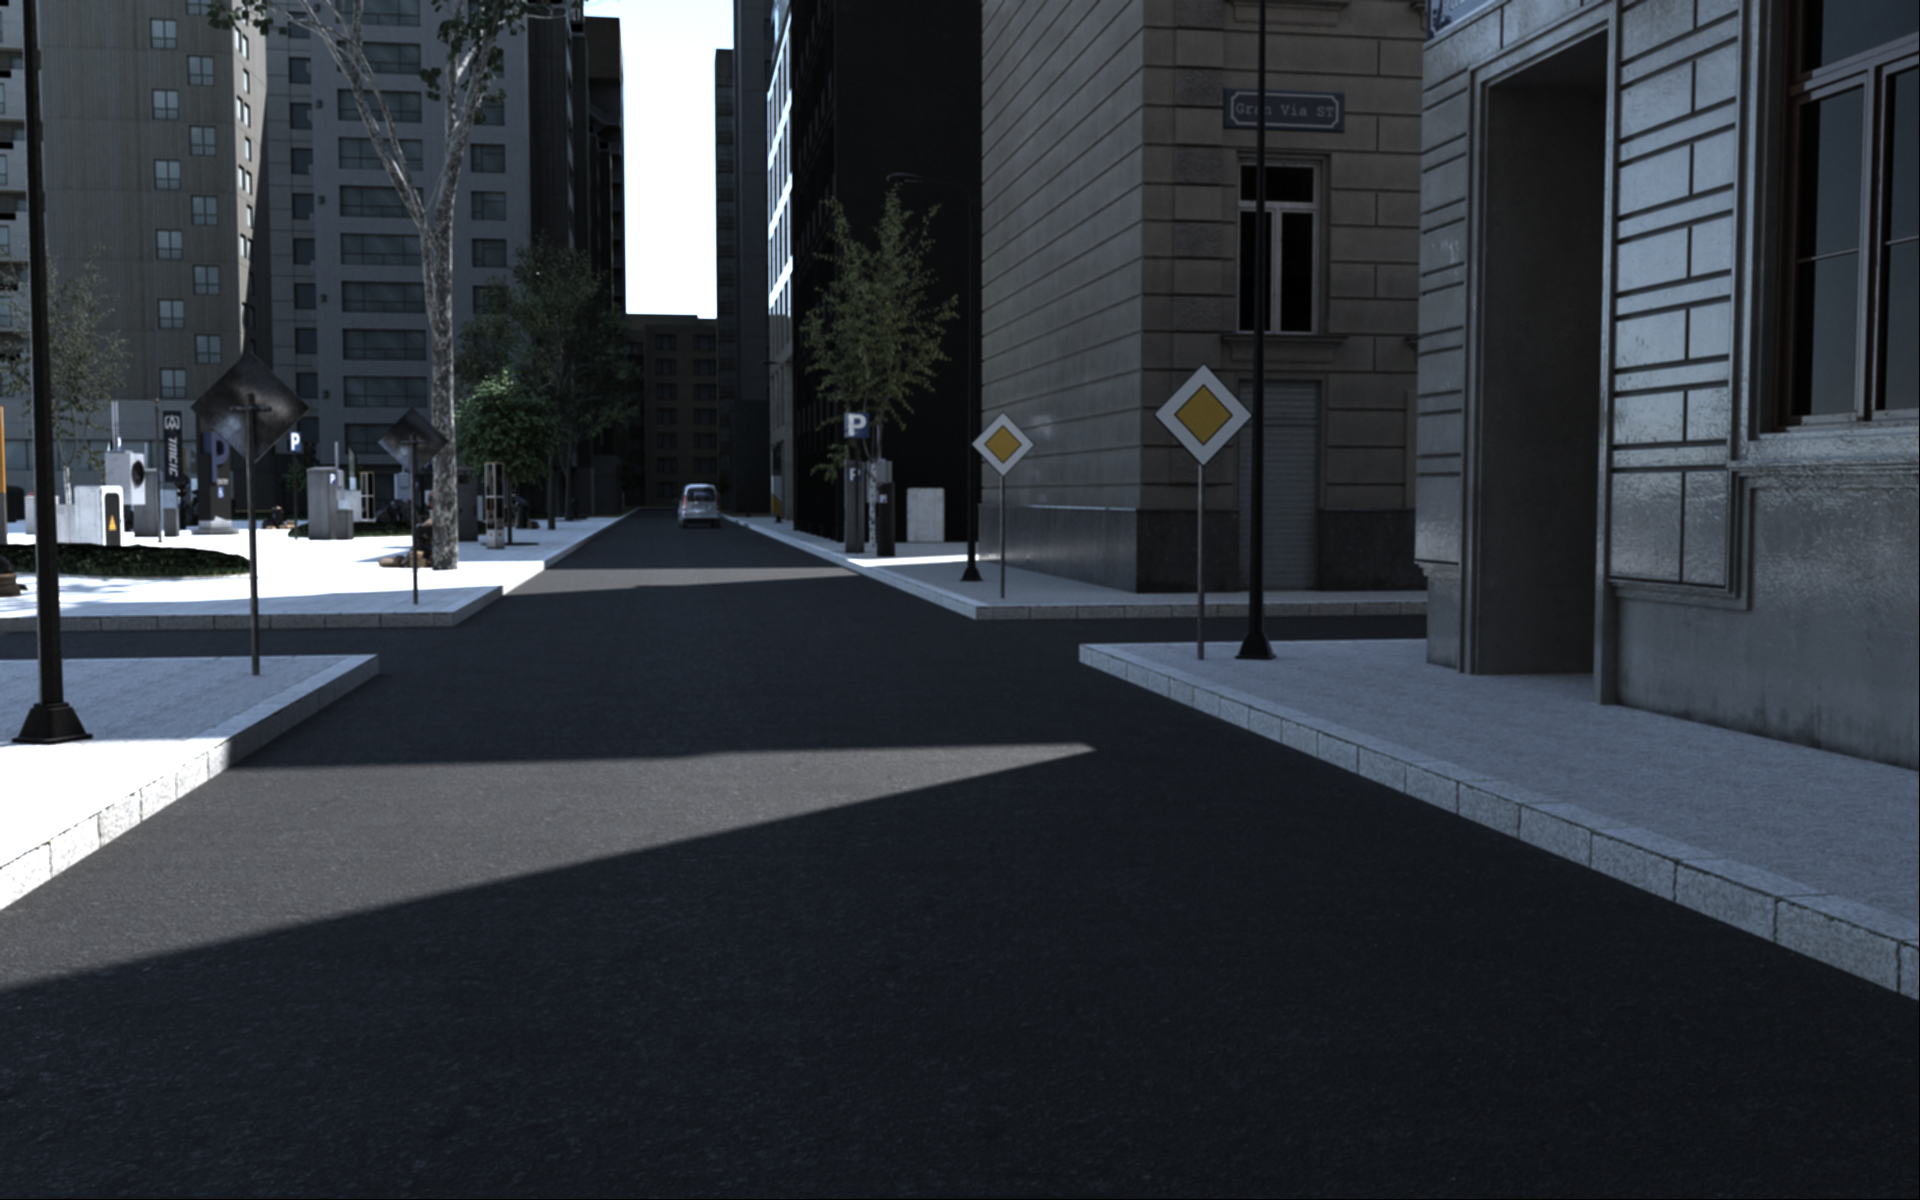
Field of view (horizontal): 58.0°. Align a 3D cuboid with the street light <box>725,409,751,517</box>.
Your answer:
[{"bbox_3d":[-12.208,-7.506,95.258,1.470,5.913,1.316,-1,4,-10],"label":"street light"}]

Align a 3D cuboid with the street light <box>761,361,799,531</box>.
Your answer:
[{"bbox_3d":[-6.249,-5.387,60.610,1.470,5.913,1.316,-1,4,-10],"label":"street light"}]

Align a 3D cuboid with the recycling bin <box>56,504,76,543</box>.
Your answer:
[{"bbox_3d":[-22.222,-1.858,42.933,0.722,1.027,0.722,3,5,43],"label":"recycling bin"}]

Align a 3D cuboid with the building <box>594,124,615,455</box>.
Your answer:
[{"bbox_3d":[-34.218,-22.177,134.300,14.160,30.474,14.107,-1,4,-10],"label":"building"}]

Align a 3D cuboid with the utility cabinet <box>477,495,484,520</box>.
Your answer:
[{"bbox_3d":[-22.344,-4.253,80.692,0.306,1.237,1.020,-1,4,-12],"label":"utility cabinet"}]

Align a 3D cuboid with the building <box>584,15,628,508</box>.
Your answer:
[{"bbox_3d":[-38.248,-31.196,160.159,14.200,45.320,14.600,-1,4,-10],"label":"building"}]

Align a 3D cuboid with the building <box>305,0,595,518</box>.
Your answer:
[{"bbox_3d":[-28.686,-20.066,99.788,14.160,30.474,14.107,-1,4,-10],"label":"building"}]

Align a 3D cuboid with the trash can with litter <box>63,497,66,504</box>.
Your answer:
[{"bbox_3d":[-44.752,-4.625,86.678,2.233,1.210,1.678,3,4,36],"label":"trash can with litter"}]

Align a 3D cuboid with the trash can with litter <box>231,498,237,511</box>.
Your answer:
[{"bbox_3d":[-36.637,-4.650,87.409,0.624,1.170,1.055,3,4,36],"label":"trash can with litter"}]

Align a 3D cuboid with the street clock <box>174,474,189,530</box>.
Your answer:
[{"bbox_3d":[-28.135,-3.550,62.609,0.471,2.002,0.358,0,4,-4],"label":"street clock"}]

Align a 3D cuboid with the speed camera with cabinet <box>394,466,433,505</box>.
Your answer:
[{"bbox_3d":[-23.400,-4.935,75.020,2.038,3.252,0.660,-2,4,-27],"label":"speed camera with cabinet"}]

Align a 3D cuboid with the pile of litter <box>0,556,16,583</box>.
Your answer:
[{"bbox_3d":[-13.587,-0.578,23.423,1.176,0.858,1.719,3,4,37],"label":"pile of litter"}]

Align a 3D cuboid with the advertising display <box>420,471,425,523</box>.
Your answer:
[{"bbox_3d":[-15.244,-2.686,49.133,0.123,1.923,0.974,-1,4,-17],"label":"advertising display"}]

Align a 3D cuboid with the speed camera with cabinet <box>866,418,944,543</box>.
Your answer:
[{"bbox_3d":[-1.435,-3.133,45.558,2.038,3.252,0.660,0,4,-1],"label":"speed camera with cabinet"}]

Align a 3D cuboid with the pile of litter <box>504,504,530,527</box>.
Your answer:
[{"bbox_3d":[-19.513,-3.665,73.881,1.719,0.858,1.176,1,4,19],"label":"pile of litter"}]

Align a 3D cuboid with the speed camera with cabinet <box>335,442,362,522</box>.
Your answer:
[{"bbox_3d":[-23.630,-4.403,66.332,0.660,3.252,2.038,1,4,11],"label":"speed camera with cabinet"}]

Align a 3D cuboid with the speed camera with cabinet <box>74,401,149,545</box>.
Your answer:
[{"bbox_3d":[-17.830,-2.570,36.351,0.660,3.252,2.038,0,4,-1],"label":"speed camera with cabinet"}]

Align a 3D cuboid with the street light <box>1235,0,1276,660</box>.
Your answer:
[{"bbox_3d":[1.780,-2.493,13.294,1.470,5.913,1.316,-1,4,-10],"label":"street light"}]

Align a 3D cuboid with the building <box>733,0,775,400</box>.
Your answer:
[{"bbox_3d":[-8.132,-36.775,143.269,21.231,58.520,28.212,-1,4,-10],"label":"building"}]

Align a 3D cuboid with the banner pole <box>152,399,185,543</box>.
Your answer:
[{"bbox_3d":[-20.928,-3.407,45.728,0.863,3.779,0.401,-3,5,-41],"label":"banner pole"}]

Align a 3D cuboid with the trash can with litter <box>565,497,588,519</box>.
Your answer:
[{"bbox_3d":[-19.376,-4.659,87.557,1.055,1.170,0.624,-3,5,-40],"label":"trash can with litter"}]

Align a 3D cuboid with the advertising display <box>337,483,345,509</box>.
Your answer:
[{"bbox_3d":[-32.391,-5.179,89.887,0.974,1.923,0.123,1,4,9],"label":"advertising display"}]

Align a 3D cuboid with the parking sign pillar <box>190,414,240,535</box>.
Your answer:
[{"bbox_3d":[-23.482,-4.039,54.511,1.447,3.967,1.447,0,4,5],"label":"parking sign pillar"}]

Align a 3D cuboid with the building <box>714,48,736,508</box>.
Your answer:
[{"bbox_3d":[-16.061,-29.374,163.862,14.154,41.232,14.086,-1,4,-10],"label":"building"}]

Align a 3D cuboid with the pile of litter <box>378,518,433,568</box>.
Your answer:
[{"bbox_3d":[-9.612,-1.009,30.464,1.176,0.858,1.719,-2,4,-27],"label":"pile of litter"}]

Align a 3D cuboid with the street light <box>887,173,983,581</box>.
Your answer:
[{"bbox_3d":[-0.365,-3.230,25.348,1.470,5.913,1.316,-1,4,-10],"label":"street light"}]

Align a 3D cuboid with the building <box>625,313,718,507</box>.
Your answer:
[{"bbox_3d":[-39.895,-21.051,189.219,28.899,21.520,27.650,-1,4,-10],"label":"building"}]

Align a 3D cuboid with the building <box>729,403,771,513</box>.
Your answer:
[{"bbox_3d":[-3.510,-48.949,112.989,22.319,86.520,31.000,-1,4,-10],"label":"building"}]

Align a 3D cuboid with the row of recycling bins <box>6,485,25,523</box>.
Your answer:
[{"bbox_3d":[-47.472,-4.875,86.822,1.069,1.692,3.534,-2,4,-26],"label":"row of recycling bins"}]

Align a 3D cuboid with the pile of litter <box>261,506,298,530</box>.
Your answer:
[{"bbox_3d":[-24.705,-3.008,63.145,1.719,0.858,1.176,-3,5,-39],"label":"pile of litter"}]

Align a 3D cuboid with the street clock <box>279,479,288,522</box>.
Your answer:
[{"bbox_3d":[-31.536,-4.660,80.761,0.358,2.002,0.471,-1,4,-21],"label":"street clock"}]

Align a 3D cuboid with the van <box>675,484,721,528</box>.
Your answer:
[{"bbox_3d":[-11.282,-4.146,74.806,2.013,2.044,4.112,-1,4,-12],"label":"van"}]

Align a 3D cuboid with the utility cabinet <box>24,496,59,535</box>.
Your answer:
[{"bbox_3d":[-29.001,-2.664,54.714,1.020,1.237,0.306,1,4,10],"label":"utility cabinet"}]

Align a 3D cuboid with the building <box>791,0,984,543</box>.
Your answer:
[{"bbox_3d":[1.489,-13.717,53.954,12.332,23.373,15.834,-1,4,-10],"label":"building"}]

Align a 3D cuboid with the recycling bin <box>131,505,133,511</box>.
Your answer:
[{"bbox_3d":[-37.212,-4.053,78.814,0.722,1.027,0.722,3,5,41],"label":"recycling bin"}]

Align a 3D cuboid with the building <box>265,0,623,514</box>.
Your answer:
[{"bbox_3d":[-33.479,-41.428,115.607,20.563,71.187,20.611,-1,4,-10],"label":"building"}]

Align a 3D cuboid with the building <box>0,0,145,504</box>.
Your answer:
[{"bbox_3d":[-71.867,-34.119,147.080,27.495,52.752,28.713,-1,4,-10],"label":"building"}]

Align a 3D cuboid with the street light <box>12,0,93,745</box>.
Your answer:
[{"bbox_3d":[-4.197,-2.226,8.934,1.470,5.913,1.316,-1,4,-10],"label":"street light"}]

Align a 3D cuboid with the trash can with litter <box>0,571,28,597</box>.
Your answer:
[{"bbox_3d":[-12.218,-0.618,21.486,0.624,1.170,1.055,2,4,26],"label":"trash can with litter"}]

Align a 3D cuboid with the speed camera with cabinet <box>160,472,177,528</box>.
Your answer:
[{"bbox_3d":[-30.644,-4.402,66.304,0.660,3.252,2.038,-3,5,-44],"label":"speed camera with cabinet"}]

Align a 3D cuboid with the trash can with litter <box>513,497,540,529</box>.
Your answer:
[{"bbox_3d":[-15.909,-3.199,63.698,1.055,1.170,0.624,2,4,25],"label":"trash can with litter"}]
